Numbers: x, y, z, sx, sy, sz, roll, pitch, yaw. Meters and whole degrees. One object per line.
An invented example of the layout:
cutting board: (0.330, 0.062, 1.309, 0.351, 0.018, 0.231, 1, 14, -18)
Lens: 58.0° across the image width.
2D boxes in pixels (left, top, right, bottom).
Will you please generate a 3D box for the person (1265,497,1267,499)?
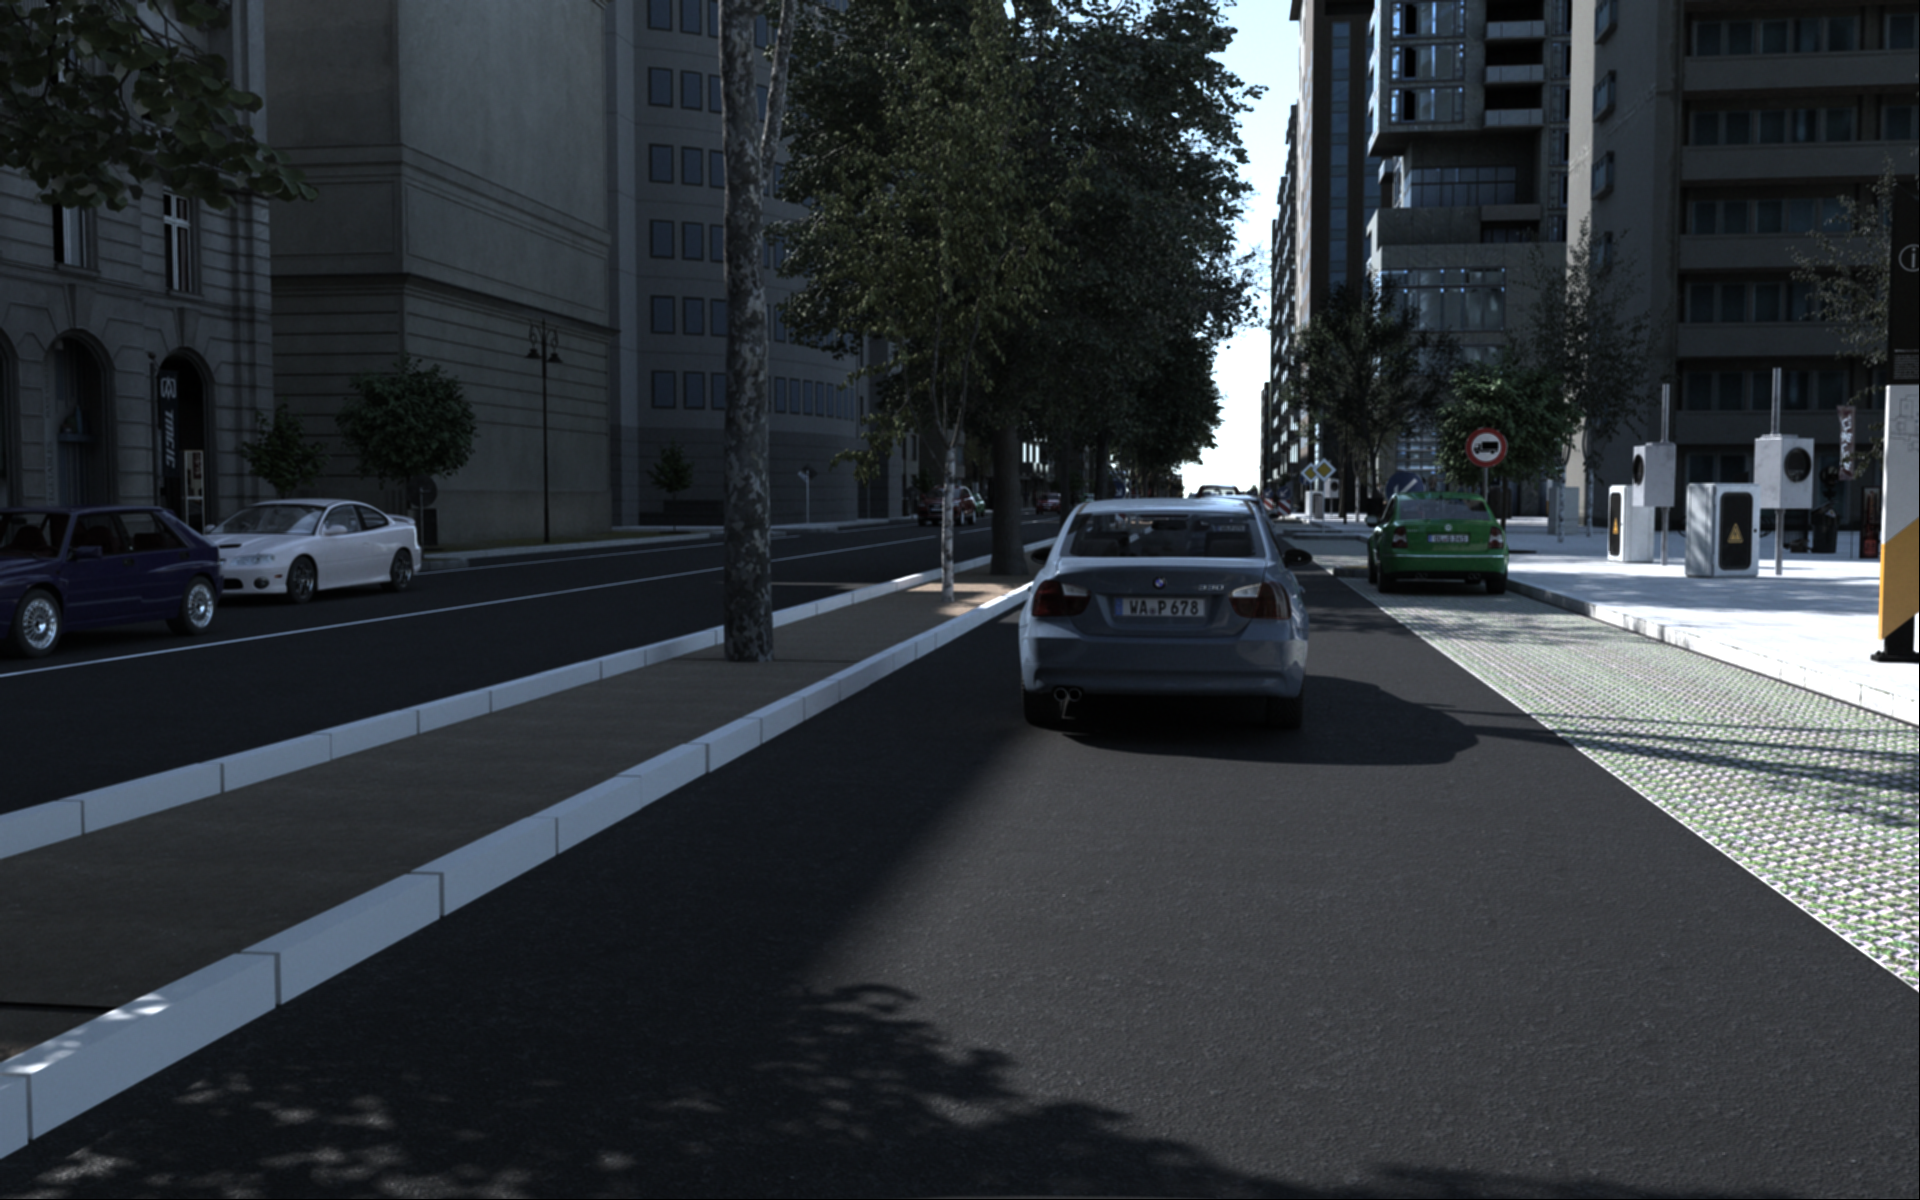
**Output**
person: (40.982, -13.823, 232.724, 0.621, 1.740, 0.551, 1, 4, 12)

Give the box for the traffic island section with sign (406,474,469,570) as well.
traffic island section with sign: (-10.668, -1.525, 33.568, 1.989, 1.847, 2.006, 1, 4, 9)

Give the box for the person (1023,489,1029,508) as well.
person: (6.106, -9.391, 160.513, 0.541, 1.710, 0.530, 0, 4, -3)

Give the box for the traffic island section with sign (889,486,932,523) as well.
traffic island section with sign: (-2.463, -4.868, 88.226, 1.989, 1.847, 2.006, 1, 4, 9)

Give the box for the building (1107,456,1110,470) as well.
building: (17.330, -38.784, 284.235, 14.600, 45.320, 14.200, 1, 4, 9)

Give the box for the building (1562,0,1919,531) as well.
building: (35.718, -27.145, 67.525, 21.600, 48.544, 21.300, 1, 4, 9)

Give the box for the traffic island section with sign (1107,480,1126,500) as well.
traffic island section with sign: (5.827, -3.405, 63.804, 2.006, 1.907, 1.989, 1, 4, 9)

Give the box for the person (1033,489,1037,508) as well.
person: (7.009, -9.677, 164.980, 0.721, 1.743, 1.217, 0, 4, 1)

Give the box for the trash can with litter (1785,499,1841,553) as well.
trash can with litter: (18.525, -1.605, 37.629, 1.055, 1.170, 0.624, 3, 5, 44)

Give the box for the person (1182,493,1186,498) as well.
person: (35.621, -16.466, 277.746, 1.348, 1.821, 0.705, 2, 4, 34)

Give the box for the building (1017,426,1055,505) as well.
building: (-1.897, -35.157, 194.424, 23.786, 49.044, 30.456, 1, 4, 9)

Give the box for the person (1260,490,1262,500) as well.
person: (44.572, -15.341, 256.828, 1.348, 1.831, 0.705, -3, 5, -43)

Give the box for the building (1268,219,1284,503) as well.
building: (53.174, -35.115, 257.721, 14.154, 41.232, 14.086, 1, 4, 9)

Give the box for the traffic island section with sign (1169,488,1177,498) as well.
traffic island section with sign: (16.970, -7.950, 138.115, 2.006, 1.907, 1.989, 1, 4, 9)

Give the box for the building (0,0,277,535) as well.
building: (-22.216, -11.274, 26.123, 13.314, 21.916, 24.055, 1, 4, 9)

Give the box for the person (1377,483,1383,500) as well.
person: (20.910, -4.922, 86.287, 0.659, 1.850, 0.755, -1, 4, -20)

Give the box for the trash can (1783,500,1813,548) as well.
trash can: (19.861, -1.809, 41.226, 0.748, 1.137, 0.748, 0, 3, 0)

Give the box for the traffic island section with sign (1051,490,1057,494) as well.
traffic island section with sign: (8.950, -9.523, 164.324, 1.989, 1.847, 2.006, 1, 4, 9)

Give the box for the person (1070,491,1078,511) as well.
person: (9.595, -8.483, 147.912, 1.217, 1.735, 0.721, -2, 4, -32)

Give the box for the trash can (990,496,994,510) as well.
trash can: (2.678, -7.729, 138.029, 0.748, 1.137, 0.748, 0, 3, 0)

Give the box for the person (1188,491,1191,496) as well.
person: (25.700, -11.275, 193.402, 0.434, 1.755, 0.990, -2, 4, -31)

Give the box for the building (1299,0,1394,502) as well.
building: (35.806, -30.201, 143.901, 14.600, 45.320, 14.200, 1, 4, 9)

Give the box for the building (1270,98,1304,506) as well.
building: (47.573, -35.071, 193.012, 23.786, 49.044, 30.456, 1, 4, 9)

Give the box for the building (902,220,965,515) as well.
building: (-15.440, -16.726, 118.506, 27.650, 21.520, 28.899, 1, 4, 9)

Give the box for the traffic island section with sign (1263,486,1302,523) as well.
traffic island section with sign: (15.792, -4.681, 85.158, 1.989, 1.847, 2.006, 1, 4, 9)

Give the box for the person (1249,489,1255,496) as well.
person: (23.151, -7.879, 137.498, 0.721, 1.800, 0.419, -2, 4, -32)

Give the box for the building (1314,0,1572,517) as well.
building: (35.528, -48.862, 111.573, 22.319, 86.520, 31.000, 1, 4, 9)

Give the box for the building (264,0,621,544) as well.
building: (-26.647, -13.344, 51.465, 30.059, 22.955, 16.112, 1, 4, 9)

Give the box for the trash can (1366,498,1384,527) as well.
trash can: (16.022, -3.376, 66.854, 0.748, 1.137, 0.748, 0, 3, 0)

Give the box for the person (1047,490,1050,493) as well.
person: (9.471, -10.801, 183.363, 0.721, 1.736, 1.217, -3, 5, -43)

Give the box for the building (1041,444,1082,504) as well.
building: (0.274, -33.405, 238.045, 32.217, 40.220, 23.993, 1, 4, 9)

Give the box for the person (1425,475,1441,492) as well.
person: (12.699, -2.454, 46.347, 0.709, 1.800, 0.728, 0, 4, 4)

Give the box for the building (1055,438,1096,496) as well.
building: (6.393, -25.676, 264.848, 27.650, 21.520, 28.899, 1, 4, 9)

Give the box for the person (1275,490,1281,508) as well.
person: (30.290, -9.641, 164.401, 0.721, 1.736, 1.217, -2, 4, -28)

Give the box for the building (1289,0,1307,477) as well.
building: (45.851, -35.105, 163.212, 28.713, 52.752, 27.495, 1, 4, 9)

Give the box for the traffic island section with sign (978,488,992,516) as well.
traffic island section with sign: (1.537, -6.499, 114.884, 1.989, 1.847, 2.006, 1, 4, 9)

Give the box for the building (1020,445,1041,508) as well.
building: (-9.723, -29.144, 168.386, 32.217, 40.220, 23.993, 1, 4, 9)

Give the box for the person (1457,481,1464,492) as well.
person: (20.105, -3.873, 69.393, 0.654, 1.822, 0.581, 3, 5, 44)

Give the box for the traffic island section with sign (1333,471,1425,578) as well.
traffic island section with sign: (7.516, -1.308, 30.015, 1.989, 1.847, 2.006, 1, 4, 9)

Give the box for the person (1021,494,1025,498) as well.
person: (5.345, -9.164, 156.596, 1.217, 1.735, 0.721, 2, 4, 32)

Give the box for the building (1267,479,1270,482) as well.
building: (54.222, -37.629, 234.849, 23.786, 49.044, 30.456, 1, 4, 9)

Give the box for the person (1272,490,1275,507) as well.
person: (31.613, -10.263, 174.528, 0.721, 1.739, 1.217, -2, 4, -29)

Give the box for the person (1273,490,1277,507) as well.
person: (31.582, -10.118, 172.185, 1.217, 1.736, 0.721, -2, 4, -27)

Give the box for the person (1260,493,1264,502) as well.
person: (41.502, -13.986, 237.935, 0.599, 1.433, 0.991, 2, 4, 33)

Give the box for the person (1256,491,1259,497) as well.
person: (29.148, -9.780, 169.118, 0.721, 1.743, 1.217, 0, 4, 1)

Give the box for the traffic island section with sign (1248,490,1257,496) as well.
traffic island section with sign: (19.886, -6.350, 112.457, 1.989, 1.847, 2.006, 1, 4, 9)

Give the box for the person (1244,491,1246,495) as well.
person: (32.326, -11.524, 196.932, 0.705, 1.823, 1.348, 1, 4, 9)

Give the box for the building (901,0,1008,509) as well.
building: (-3.633, -30.455, 148.047, 14.600, 45.320, 14.200, 1, 4, 9)

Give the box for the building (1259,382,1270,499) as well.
building: (62.544, -26.518, 278.613, 27.650, 21.520, 28.899, 1, 4, 9)

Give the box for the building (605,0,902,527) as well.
building: (-15.596, -32.936, 80.505, 21.231, 58.520, 28.212, 1, 4, 9)
